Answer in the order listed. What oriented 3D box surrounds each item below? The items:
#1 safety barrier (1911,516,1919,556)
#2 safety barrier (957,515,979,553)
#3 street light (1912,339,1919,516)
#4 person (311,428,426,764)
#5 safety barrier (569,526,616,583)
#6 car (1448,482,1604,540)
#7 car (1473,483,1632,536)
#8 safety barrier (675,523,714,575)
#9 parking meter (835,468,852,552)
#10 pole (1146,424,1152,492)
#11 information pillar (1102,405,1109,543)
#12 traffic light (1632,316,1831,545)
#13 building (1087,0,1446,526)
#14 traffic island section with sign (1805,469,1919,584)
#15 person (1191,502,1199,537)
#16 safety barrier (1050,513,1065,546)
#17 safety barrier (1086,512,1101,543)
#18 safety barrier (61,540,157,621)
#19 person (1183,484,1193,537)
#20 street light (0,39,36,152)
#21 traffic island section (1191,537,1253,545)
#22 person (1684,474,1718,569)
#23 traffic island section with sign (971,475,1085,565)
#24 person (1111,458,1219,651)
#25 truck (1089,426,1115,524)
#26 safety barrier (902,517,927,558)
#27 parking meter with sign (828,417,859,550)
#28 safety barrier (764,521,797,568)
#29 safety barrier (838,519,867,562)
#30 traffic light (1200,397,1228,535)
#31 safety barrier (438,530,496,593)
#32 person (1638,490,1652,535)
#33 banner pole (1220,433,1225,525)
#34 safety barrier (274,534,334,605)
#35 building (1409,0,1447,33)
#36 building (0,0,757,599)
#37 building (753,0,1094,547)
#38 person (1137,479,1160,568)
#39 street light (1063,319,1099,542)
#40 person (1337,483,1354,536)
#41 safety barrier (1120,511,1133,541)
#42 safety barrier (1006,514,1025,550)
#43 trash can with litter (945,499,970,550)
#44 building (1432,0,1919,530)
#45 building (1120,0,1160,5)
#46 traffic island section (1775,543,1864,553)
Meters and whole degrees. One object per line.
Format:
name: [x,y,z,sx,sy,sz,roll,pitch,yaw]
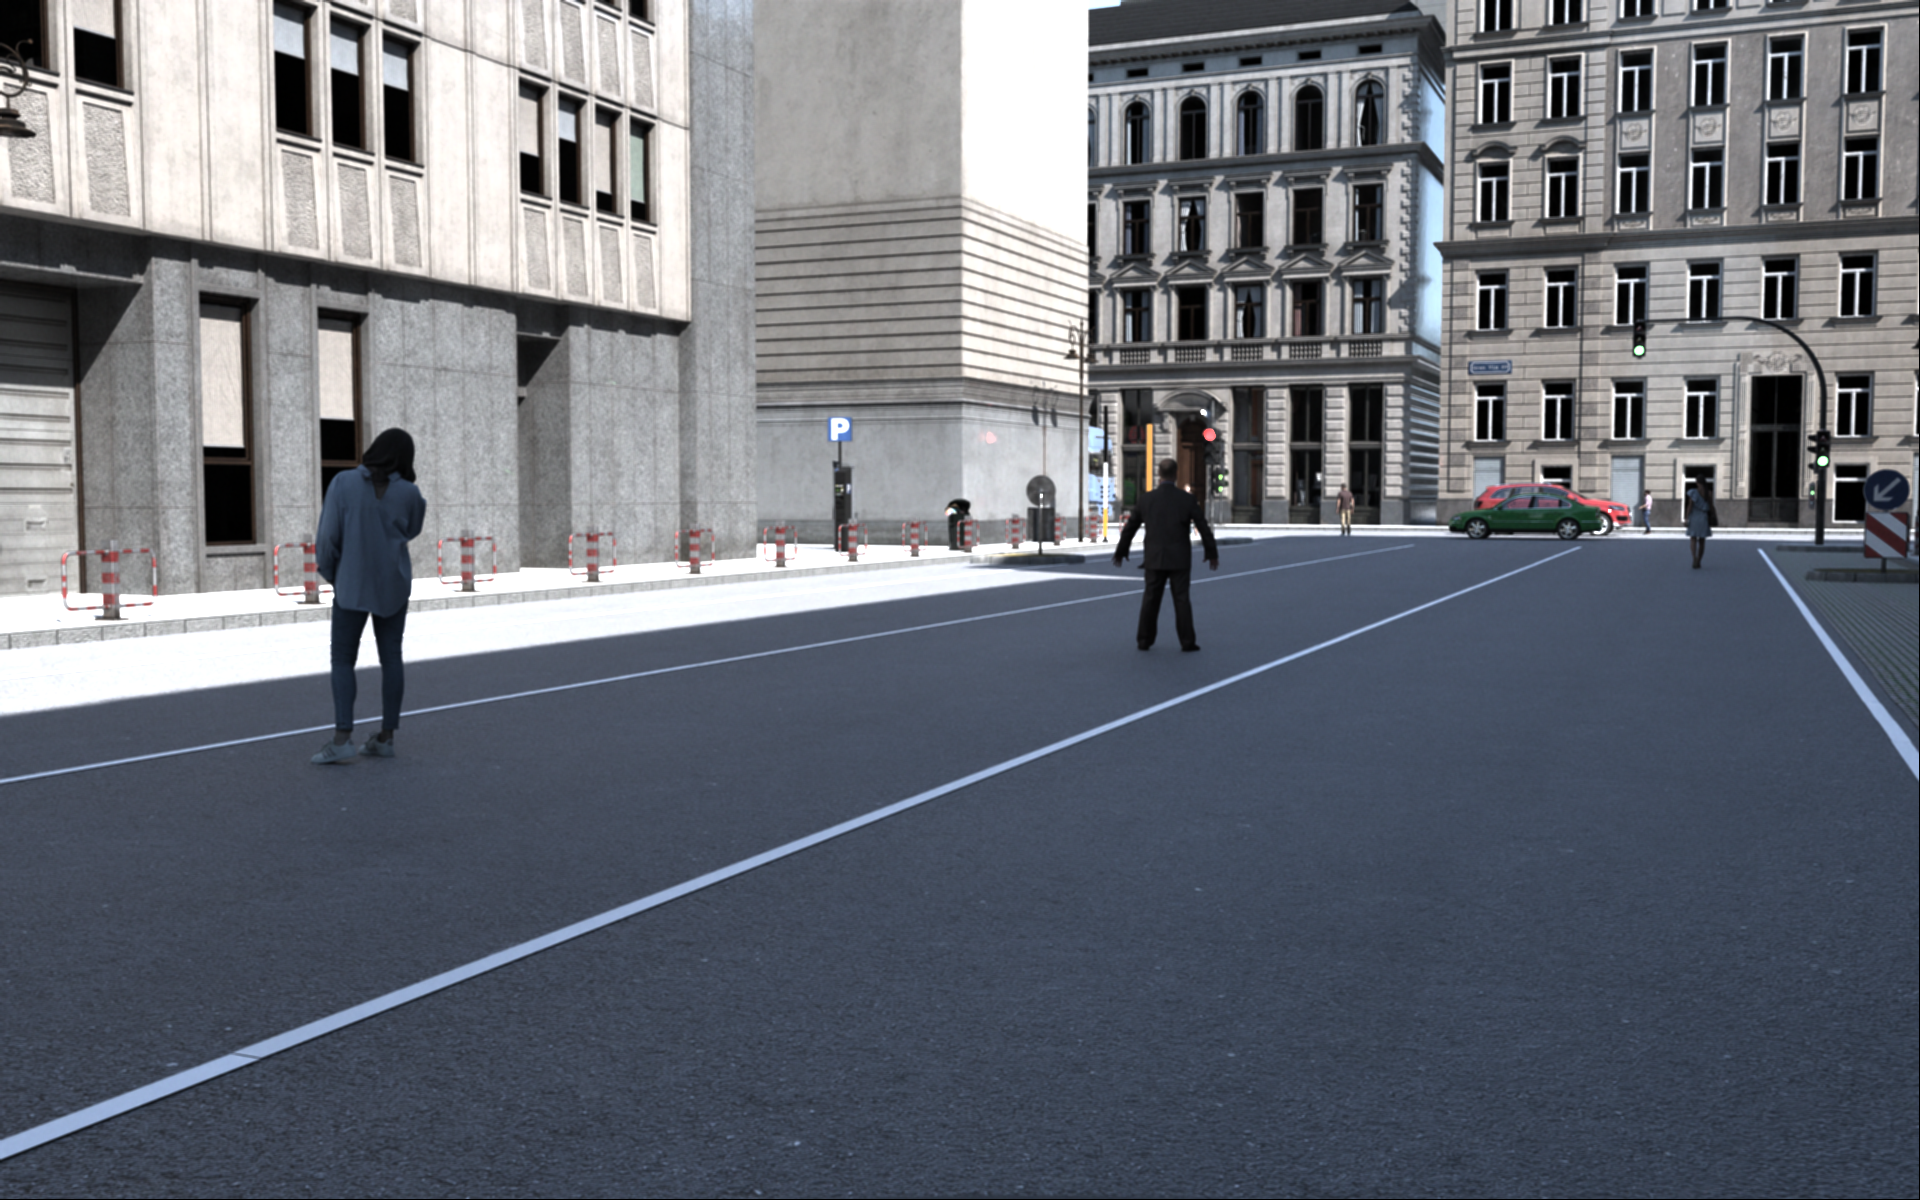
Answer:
safety barrier: [20.010,-1.337,36.133,0.300,0.817,1.120,2,4,24]
safety barrier: [0.179,-1.426,37.594,0.300,0.817,1.120,2,4,24]
street light: [22.949,-4.189,41.281,0.468,5.910,1.993,2,4,24]
person: [-3.206,-0.038,9.394,0.793,1.790,0.793,1,4,22]
safety barrier: [-5.311,-0.659,25.055,0.300,0.817,1.120,2,4,24]
car: [17.960,-2.828,55.029,4.718,1.807,1.959,1,4,23]
car: [20.566,-3.158,60.313,5.304,1.827,2.281,2,4,24]
safety barrier: [-4.216,-0.812,27.560,0.300,0.817,1.120,2,4,24]
parking meter: [-2.574,-1.985,38.164,0.255,1.863,0.399,1,4,22]
pole: [5.509,-3.467,50.529,0.158,3.312,0.155,0,3,0]
information pillar: [3.863,-3.335,45.884,0.183,3.616,0.504,0,4,8]
traffic light: [19.732,-4.262,44.346,4.771,5.953,1.251,2,4,24]
building: [11.701,-15.209,77.551,19.941,23.489,11.050,2,4,24]
traffic island section with sign: [15.120,-1.224,28.645,1.989,1.847,2.006,2,4,24]
person: [7.473,-2.511,54.563,0.382,1.210,0.505,3,5,39]
safety barrier: [2.389,-1.734,42.618,0.300,0.817,1.120,2,4,24]
safety barrier: [3.486,-1.887,45.122,0.300,0.817,1.120,2,4,24]
safety barrier: [-8.603,-0.200,17.544,0.300,0.817,1.120,2,4,24]
person: [7.410,-2.899,56.490,0.643,1.750,0.593,-2,4,-23]
street light: [-9.573,-2.667,16.386,0.468,5.910,1.993,2,4,24]
traffic island section: [7.251,-1.699,50.064,2.009,0.180,2.903,2,4,24]
person: [14.233,-1.508,33.250,0.616,1.811,0.778,1,4,23]
traffic island section with sign: [1.515,-1.681,36.114,1.989,1.847,2.006,2,4,24]
person: [1.895,-0.420,15.917,0.990,1.755,0.434,1,4,21]
truck: [-2.651,-4.669,66.097,18.799,4.110,2.967,2,4,24]
safety barrier: [-0.914,-1.273,35.088,0.300,0.817,1.120,2,4,24]
parking meter with sign: [-2.661,-2.685,40.157,0.543,3.016,1.738,0,4,4]
safety barrier: [-3.114,-0.965,30.061,0.300,0.817,1.120,2,4,24]
safety barrier: [-2.014,-1.120,32.582,0.300,0.817,1.120,2,4,24]
traffic light: [7.284,-3.730,49.914,0.839,4.253,0.868,2,4,24]
safety barrier: [-6.409,-0.506,22.552,0.300,0.817,1.120,2,4,24]
person: [24.252,-3.105,61.220,0.435,1.587,0.963,2,4,30]
banner pole: [10.675,-4.925,70.535,0.401,3.779,0.863,0,4,-3]
safety barrier: [-7.507,-0.353,20.048,0.300,0.817,1.120,2,4,24]
building: [54.847,-45.982,190.057,20.611,71.187,20.563,2,4,24]
building: [-13.511,-12.781,26.988,12.078,24.808,19.932,2,4,24]
building: [-6.218,-12.245,49.350,18.267,20.994,9.793,2,4,24]
person: [3.774,-1.494,33.379,0.683,1.767,0.568,-1,4,-9]
street light: [3.208,-4.467,45.815,0.468,5.910,1.993,2,4,24]
person: [13.207,-3.107,59.432,0.598,1.807,0.434,0,4,0]
safety barrier: [4.584,-2.040,47.625,0.300,0.817,1.120,2,4,24]
safety barrier: [1.288,-1.580,40.110,0.300,0.817,1.120,2,4,24]
trash can with litter: [-0.109,-1.719,39.487,0.624,1.170,1.055,-1,4,-10]
building: [32.272,-16.576,68.277,25.104,27.353,12.463,2,4,24]
building: [32.135,-40.209,199.418,28.212,58.520,21.231,2,4,24]
traffic island section: [21.717,-1.313,43.742,2.009,0.180,2.903,2,4,24]
